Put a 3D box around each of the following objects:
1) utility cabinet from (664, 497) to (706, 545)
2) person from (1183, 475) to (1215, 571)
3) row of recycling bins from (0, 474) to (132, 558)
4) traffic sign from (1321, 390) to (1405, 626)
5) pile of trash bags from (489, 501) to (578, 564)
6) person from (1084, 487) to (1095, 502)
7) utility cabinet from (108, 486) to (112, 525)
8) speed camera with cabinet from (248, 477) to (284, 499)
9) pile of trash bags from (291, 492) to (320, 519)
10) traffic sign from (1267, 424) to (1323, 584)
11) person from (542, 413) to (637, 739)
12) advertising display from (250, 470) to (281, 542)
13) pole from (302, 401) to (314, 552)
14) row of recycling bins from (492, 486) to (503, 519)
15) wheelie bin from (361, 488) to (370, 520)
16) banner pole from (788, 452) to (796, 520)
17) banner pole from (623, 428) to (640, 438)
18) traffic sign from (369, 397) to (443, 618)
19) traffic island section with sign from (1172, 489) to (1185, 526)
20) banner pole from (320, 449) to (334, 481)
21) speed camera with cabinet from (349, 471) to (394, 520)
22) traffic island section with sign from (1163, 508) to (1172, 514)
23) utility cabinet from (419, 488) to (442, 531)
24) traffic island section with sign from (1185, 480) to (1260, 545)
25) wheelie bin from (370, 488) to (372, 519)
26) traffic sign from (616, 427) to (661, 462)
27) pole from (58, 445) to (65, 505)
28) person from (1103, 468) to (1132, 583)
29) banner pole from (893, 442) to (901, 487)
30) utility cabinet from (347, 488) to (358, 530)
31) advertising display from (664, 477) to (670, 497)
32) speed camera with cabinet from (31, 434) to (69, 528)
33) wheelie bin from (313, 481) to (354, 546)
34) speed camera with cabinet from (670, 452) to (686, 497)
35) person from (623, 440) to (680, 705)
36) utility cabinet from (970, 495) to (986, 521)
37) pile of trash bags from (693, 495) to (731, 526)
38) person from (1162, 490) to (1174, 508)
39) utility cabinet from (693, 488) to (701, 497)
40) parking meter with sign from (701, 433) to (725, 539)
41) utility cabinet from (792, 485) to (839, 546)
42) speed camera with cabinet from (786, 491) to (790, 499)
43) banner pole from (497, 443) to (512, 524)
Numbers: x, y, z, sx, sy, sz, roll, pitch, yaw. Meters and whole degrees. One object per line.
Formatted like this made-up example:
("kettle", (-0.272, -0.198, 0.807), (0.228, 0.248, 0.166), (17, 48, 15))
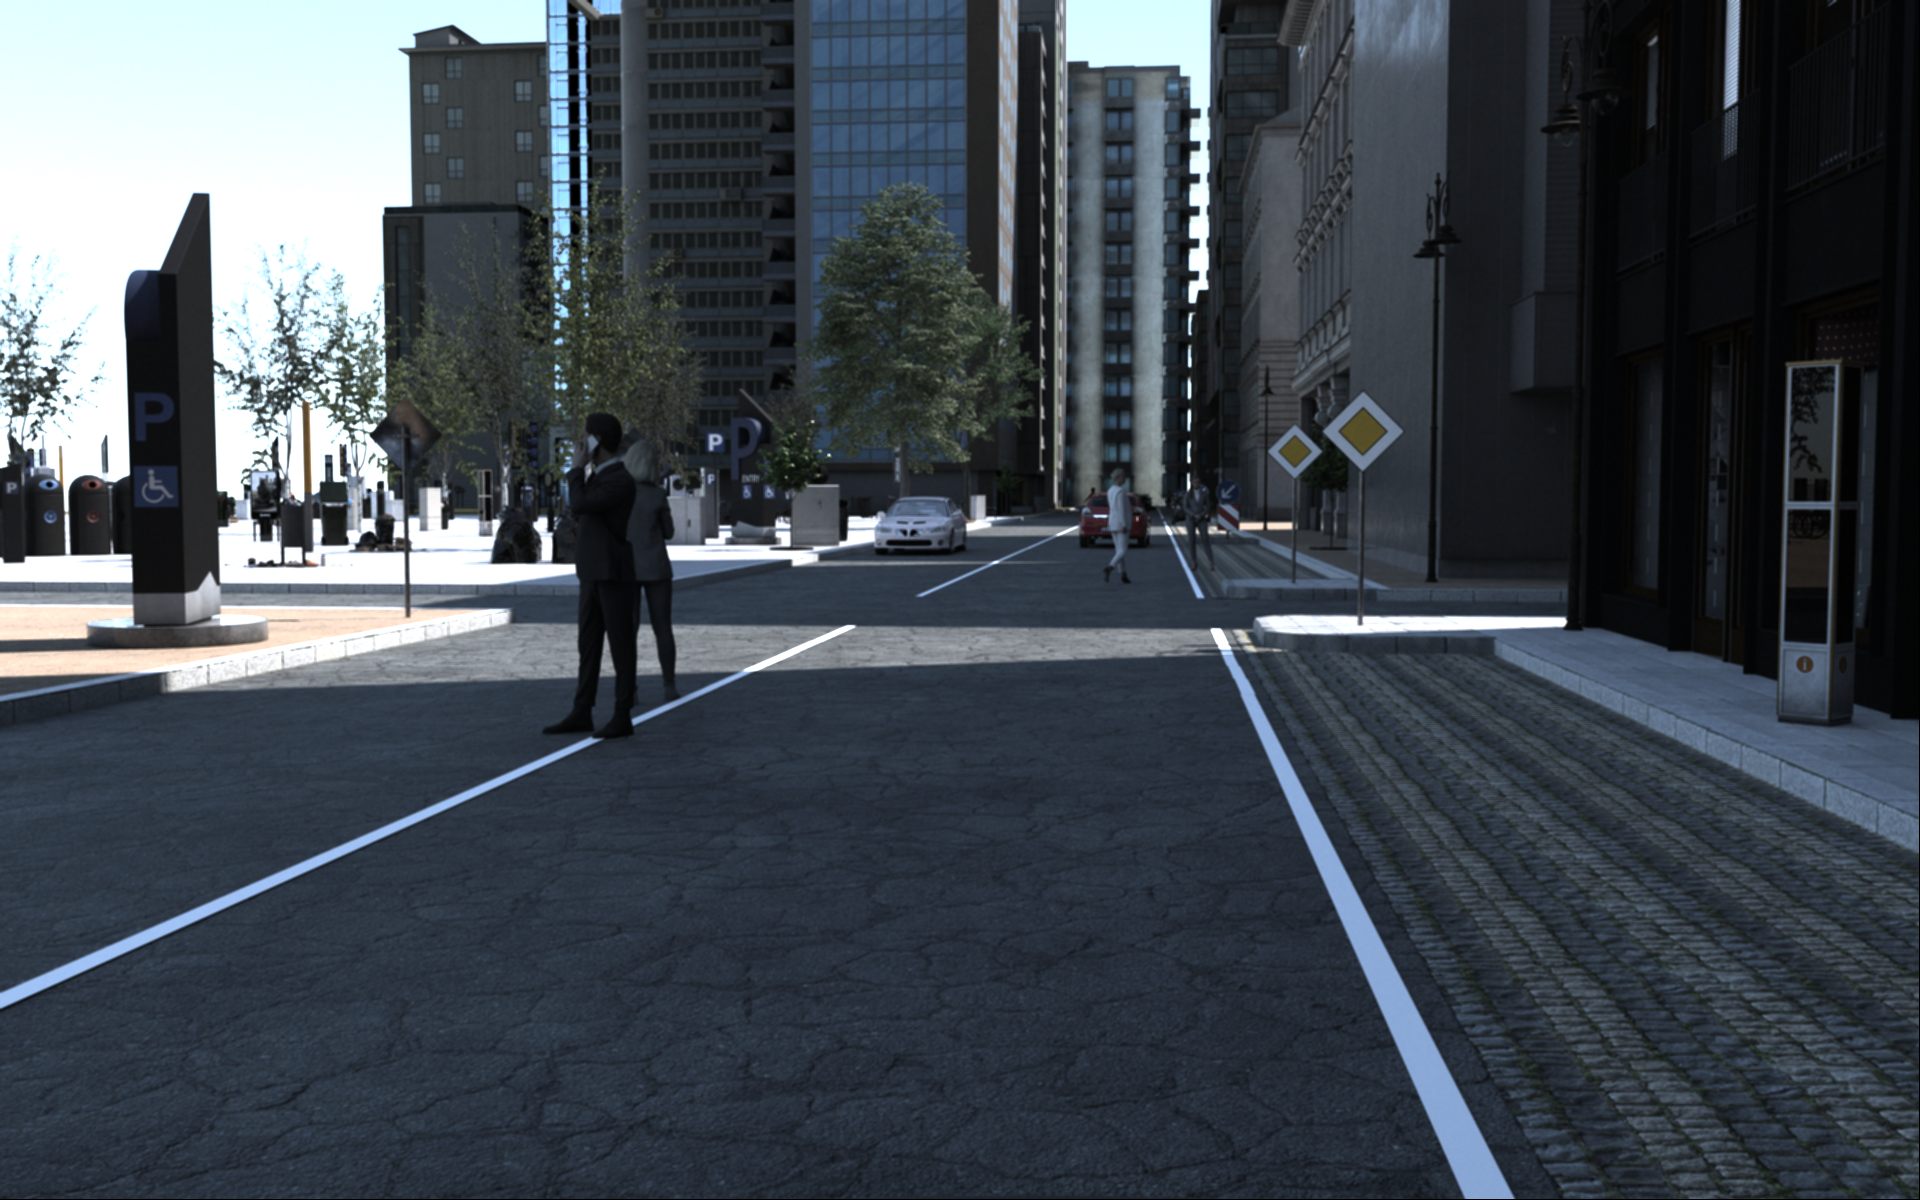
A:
("utility cabinet", (-6.920, -1.978, 43.500), (1.020, 1.237, 0.306), (1, 4, 16))
("person", (4.467, -1.443, 32.363), (0.520, 1.790, 0.573), (-1, 4, -13))
("row of recycling bins", (-18.676, -1.778, 36.178), (1.069, 1.692, 3.534), (3, 5, 44))
("traffic sign", (3.904, -0.807, 16.844), (0.795, 2.450, 0.064), (0, 4, 6))
("pile of trash bags", (-7.149, -1.390, 32.477), (3.447, 1.369, 1.912), (0, 4, 8))
("person", (8.053, -5.919, 105.246), (0.705, 1.831, 1.348), (3, 5, 45))
("utility cabinet", (-23.755, -2.471, 49.072), (1.173, 1.500, 0.318), (0, 4, -1))
("speed camera with cabinet", (-37.766, -6.118, 94.372), (0.660, 3.252, 2.038), (2, 4, 30))
("pile of trash bags", (-33.618, -4.841, 88.900), (1.912, 1.369, 3.447), (1, 4, 9))
("traffic sign", (4.780, -1.293, 24.781), (0.795, 2.450, 0.064), (0, 4, 6))
("person", (-2.153, -0.143, 10.197), (0.474, 1.900, 0.648), (-2, 4, -32))
("advertising display", (-18.774, -2.545, 46.826), (0.974, 1.923, 0.123), (2, 4, 24))
("pole", (-14.389, -2.713, 38.207), (0.158, 3.312, 0.155), (0, 3, 0))
("row of recycling bins", (-24.079, -5.013, 89.070), (1.069, 1.692, 3.534), (-2, 4, -24))
("wheelie bin", (-29.425, -4.675, 84.338), (0.693, 1.594, 0.980), (0, 4, 6))
("banner pole", (-8.125, -5.842, 85.535), (0.863, 3.779, 0.401), (-3, 4, -36))
("banner pole", (-11.850, -4.459, 62.920), (0.863, 3.779, 0.401), (1, 4, 10))
("traffic sign", (-5.730, -0.874, 17.924), (0.795, 2.450, 0.064), (0, 4, 6))
("traffic island section with sign", (10.582, -4.183, 77.018), (1.989, 1.847, 2.006), (0, 4, 6))
("banner pole", (-34.973, -6.455, 95.558), (0.863, 3.779, 0.401), (-2, 4, -25))
("speed camera with cabinet", (-29.498, -5.659, 86.853), (2.038, 3.252, 0.660), (0, 4, 2))
("traffic island section with sign", (15.985, -7.179, 125.997), (1.989, 1.847, 2.006), (0, 4, 6))
("utility cabinet", (-18.366, -3.140, 60.016), (0.318, 1.500, 1.173), (0, 4, 7))
("traffic island section with sign", (7.567, -2.518, 49.794), (1.989, 1.847, 2.006), (0, 4, 6))
("wheelie bin", (-30.863, -5.034, 90.208), (0.980, 1.594, 0.693), (2, 4, 28))
("traffic sign", (-4.853, -1.359, 25.861), (0.795, 2.450, 0.064), (0, 4, 6))
("pole", (-37.321, -4.777, 71.940), (0.158, 3.312, 0.155), (0, 3, 0))
("person", (2.498, -1.179, 27.661), (0.818, 1.842, 0.514), (-3, 5, -43))
("banner pole", (-2.441, -4.962, 71.151), (0.863, 3.779, 0.401), (3, 4, 38))
("utility cabinet", (-21.529, -3.191, 60.853), (1.173, 1.500, 0.318), (3, 4, 36))
("advertising display", (-11.389, -3.802, 67.375), (0.123, 1.923, 0.974), (-1, 4, -16))
("speed camera with cabinet", (-29.790, -3.879, 57.765), (2.038, 3.252, 0.660), (-2, 4, -34))
("wheelie bin", (-15.593, -2.148, 43.033), (0.980, 1.594, 0.693), (-2, 4, -24))
("speed camera with cabinet", (-13.956, -5.325, 81.407), (2.038, 3.252, 0.660), (-1, 4, -17))
("person", (-2.235, -0.202, 11.984), (0.537, 1.800, 0.526), (0, 4, 4))
("utility cabinet", (0.872, -4.435, 83.680), (0.306, 1.237, 1.020), (2, 4, 30))
("pile of trash bags", (-10.869, -3.758, 71.202), (3.447, 1.369, 1.912), (0, 4, 6))
("person", (20.718, -9.982, 171.723), (1.348, 1.823, 0.705), (1, 4, 20))
("utility cabinet", (-9.923, -3.554, 66.788), (0.318, 1.500, 1.173), (1, 4, 14))
("parking meter with sign", (-7.229, -3.300, 50.208), (0.543, 3.016, 1.738), (-1, 4, -17))
("utility cabinet", (-3.539, -2.054, 42.266), (1.173, 1.500, 0.318), (0, 4, -7))
("speed camera with cabinet", (-7.337, -5.456, 83.548), (2.038, 3.252, 0.660), (-1, 4, -19))
("banner pole", (-19.677, -5.190, 74.875), (0.863, 3.779, 0.401), (2, 4, 26))
